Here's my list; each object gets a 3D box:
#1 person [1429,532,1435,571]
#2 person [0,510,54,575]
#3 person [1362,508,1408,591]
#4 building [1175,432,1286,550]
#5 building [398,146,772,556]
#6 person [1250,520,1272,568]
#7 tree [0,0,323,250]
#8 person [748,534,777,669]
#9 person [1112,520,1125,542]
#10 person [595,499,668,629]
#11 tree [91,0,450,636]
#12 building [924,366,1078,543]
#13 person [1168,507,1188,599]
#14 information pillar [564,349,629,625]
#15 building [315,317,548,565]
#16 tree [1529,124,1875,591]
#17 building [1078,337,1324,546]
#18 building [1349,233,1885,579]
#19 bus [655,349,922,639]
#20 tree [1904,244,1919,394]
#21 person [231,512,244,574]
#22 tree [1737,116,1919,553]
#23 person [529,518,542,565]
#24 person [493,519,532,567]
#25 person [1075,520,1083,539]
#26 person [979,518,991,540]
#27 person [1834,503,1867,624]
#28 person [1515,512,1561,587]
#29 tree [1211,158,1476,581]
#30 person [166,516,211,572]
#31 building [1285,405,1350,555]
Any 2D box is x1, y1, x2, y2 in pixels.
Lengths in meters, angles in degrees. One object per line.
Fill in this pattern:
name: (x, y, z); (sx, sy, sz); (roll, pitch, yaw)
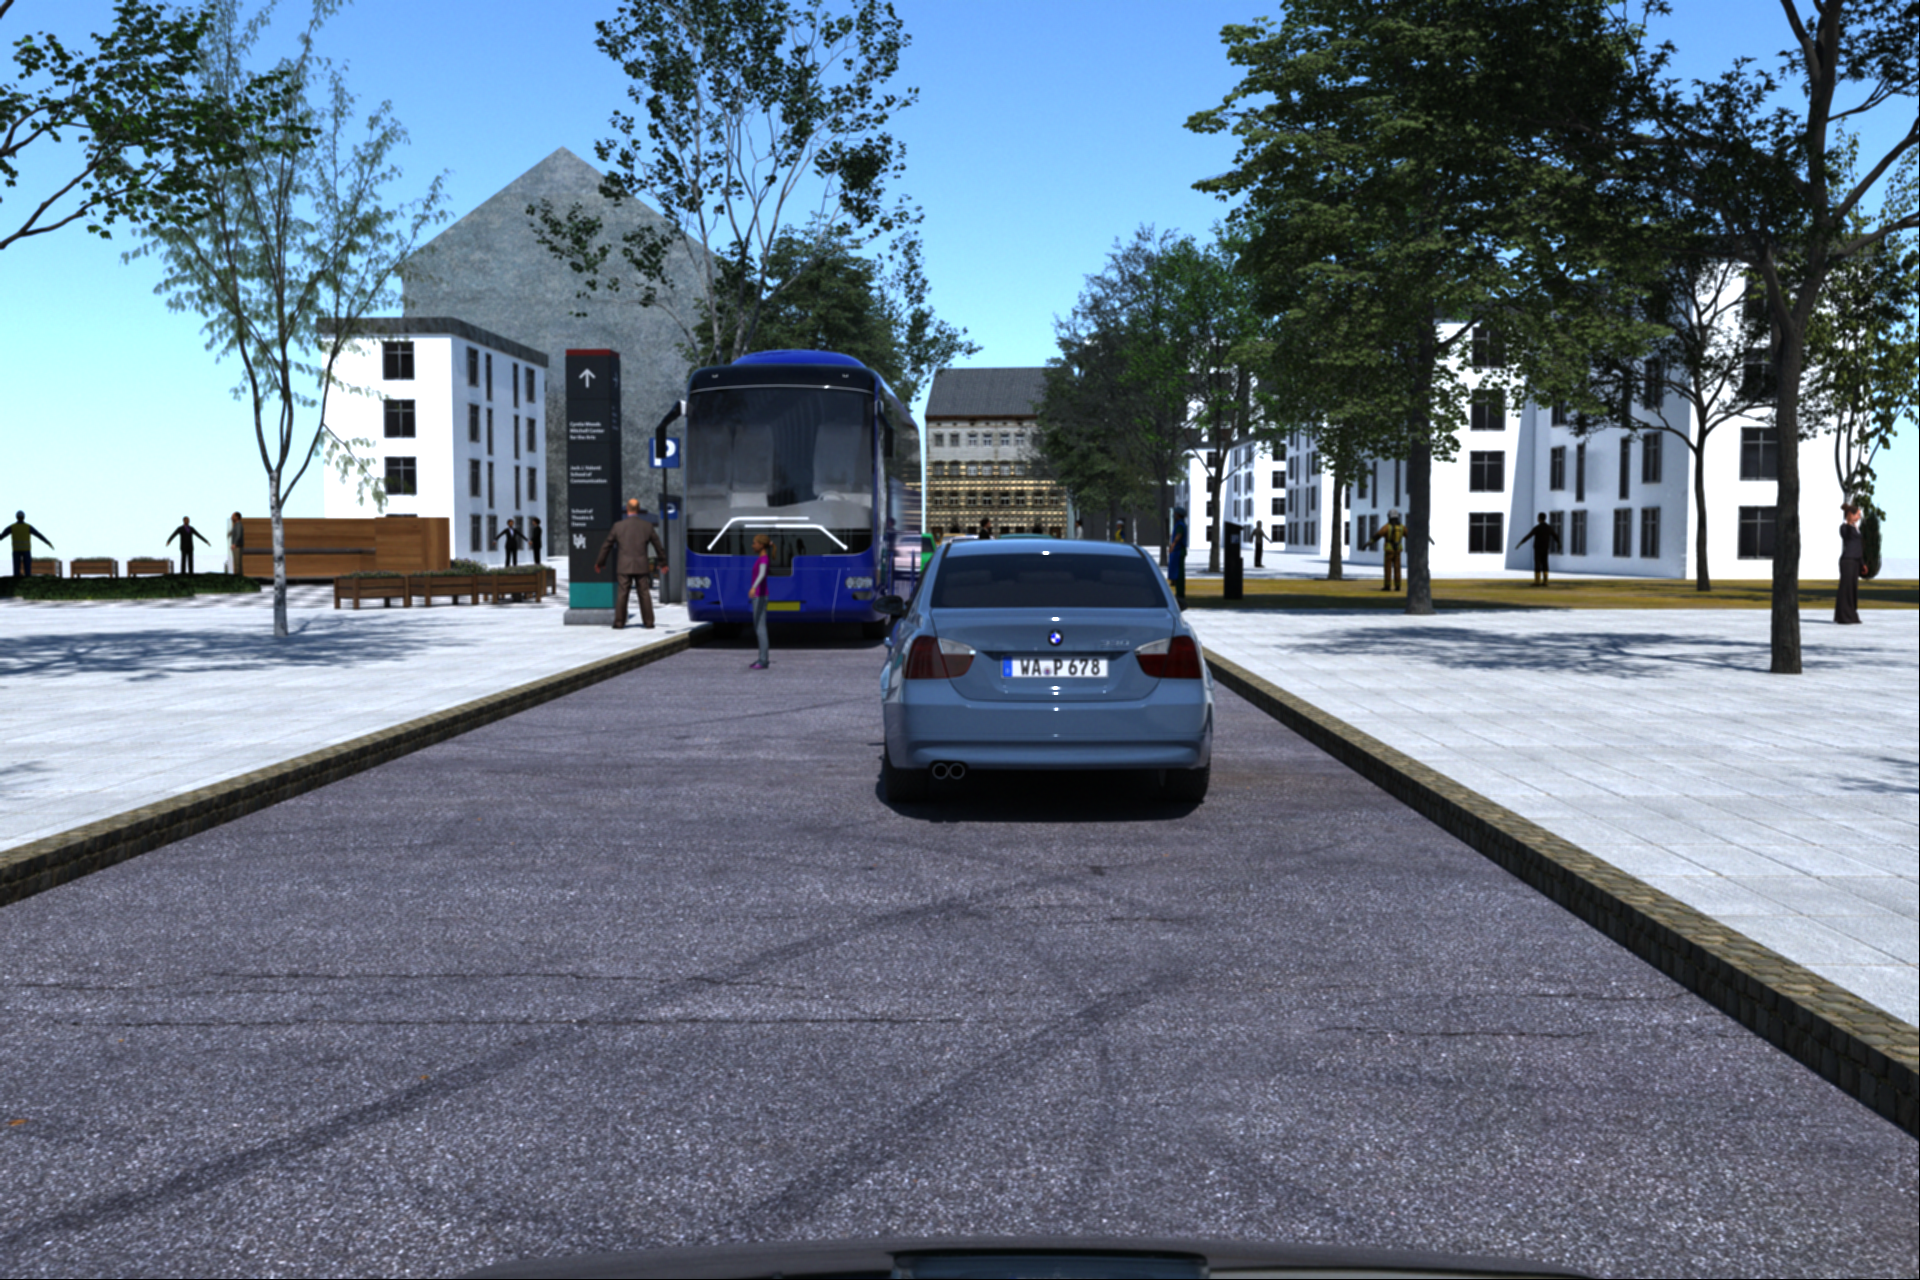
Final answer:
person: (16.057, -3.308, 59.862); (0.705, 1.856, 1.354); (0, 4, -6)
person: (-22.012, -2.120, 40.627); (1.349, 1.833, 0.705); (-2, 4, -25)
person: (9.727, -2.031, 38.972); (1.354, 1.858, 0.705); (-1, 4, -9)
building: (25.286, -13.126, 156.755); (9.099, 9.664, 28.070); (0, 4, 1)
building: (-22.436, -16.924, 107.635); (19.493, 23.208, 18.063); (0, 4, 0)
person: (11.494, -3.690, 66.456); (0.705, 1.813, 1.348); (-2, 4, -25)
tree: (-8.583, -5.358, 13.362); (9.928, 11.665, 9.643); (0, 3, 0)
person: (-2.183, -0.411, 18.443); (0.599, 1.433, 0.991); (0, 4, -5)
person: (5.600, -3.376, 61.668); (0.721, 1.772, 1.216); (-1, 4, -13)
person: (-4.457, -1.033, 23.492); (0.990, 1.755, 0.434); (-1, 4, -15)
tree: (-8.663, -4.370, 21.818); (4.360, 8.622, 3.978); (0, 3, 0)
building: (5.798, -24.072, 226.965); (18.063, 23.208, 19.493); (0, 4, 8)
person: (4.268, -1.703, 33.963); (0.704, 1.817, 1.347); (1, 4, 13)
information pillar: (-5.186, -2.154, 24.598); (0.750, 3.857, 0.750); (0, 4, 2)
building: (-23.802, -8.509, 81.275); (9.099, 9.664, 28.070); (0, 4, 1)
tree: (16.362, -6.375, 38.652); (7.601, 10.594, 8.767); (1, 4, 18)
building: (27.231, -21.521, 195.845); (27.936, 21.610, 32.646); (0, 4, 1)
building: (21.438, -7.366, 62.584); (9.099, 9.664, 28.070); (0, 4, 1)
bus: (-2.106, -2.162, 26.889); (2.896, 3.916, 12.251); (0, 4, 1)
tree: (23.743, -5.459, 39.622); (4.737, 8.622, 4.395); (0, 3, 0)
person: (-16.771, -2.072, 40.147); (0.705, 1.796, 1.348); (-1, 4, -22)
tree: (16.352, -4.947, 31.241); (4.737, 8.622, 4.395); (0, 3, 0)
person: (-13.933, -3.102, 56.908); (0.705, 1.806, 1.347); (0, 4, -3)
person: (-13.853, -2.864, 53.547); (1.216, 1.740, 0.721); (-2, 4, -30)
person: (4.511, -3.668, 66.164); (0.705, 1.806, 1.347); (0, 4, 4)
person: (0.640, -2.012, 41.533); (0.705, 1.806, 1.347); (0, 4, 7)
person: (12.664, -1.082, 24.530); (0.445, 1.727, 0.742); (1, 4, 16)
person: (14.232, -2.221, 42.459); (1.346, 1.812, 0.704); (-1, 4, -21)
tree: (10.564, -7.454, 47.626); (9.928, 11.665, 9.643); (0, 3, 0)
person: (-22.888, -2.758, 51.310); (0.704, 1.802, 1.346); (3, 4, 39)
building: (26.748, -10.070, 106.794); (9.099, 9.664, 28.070); (0, 4, 1)
